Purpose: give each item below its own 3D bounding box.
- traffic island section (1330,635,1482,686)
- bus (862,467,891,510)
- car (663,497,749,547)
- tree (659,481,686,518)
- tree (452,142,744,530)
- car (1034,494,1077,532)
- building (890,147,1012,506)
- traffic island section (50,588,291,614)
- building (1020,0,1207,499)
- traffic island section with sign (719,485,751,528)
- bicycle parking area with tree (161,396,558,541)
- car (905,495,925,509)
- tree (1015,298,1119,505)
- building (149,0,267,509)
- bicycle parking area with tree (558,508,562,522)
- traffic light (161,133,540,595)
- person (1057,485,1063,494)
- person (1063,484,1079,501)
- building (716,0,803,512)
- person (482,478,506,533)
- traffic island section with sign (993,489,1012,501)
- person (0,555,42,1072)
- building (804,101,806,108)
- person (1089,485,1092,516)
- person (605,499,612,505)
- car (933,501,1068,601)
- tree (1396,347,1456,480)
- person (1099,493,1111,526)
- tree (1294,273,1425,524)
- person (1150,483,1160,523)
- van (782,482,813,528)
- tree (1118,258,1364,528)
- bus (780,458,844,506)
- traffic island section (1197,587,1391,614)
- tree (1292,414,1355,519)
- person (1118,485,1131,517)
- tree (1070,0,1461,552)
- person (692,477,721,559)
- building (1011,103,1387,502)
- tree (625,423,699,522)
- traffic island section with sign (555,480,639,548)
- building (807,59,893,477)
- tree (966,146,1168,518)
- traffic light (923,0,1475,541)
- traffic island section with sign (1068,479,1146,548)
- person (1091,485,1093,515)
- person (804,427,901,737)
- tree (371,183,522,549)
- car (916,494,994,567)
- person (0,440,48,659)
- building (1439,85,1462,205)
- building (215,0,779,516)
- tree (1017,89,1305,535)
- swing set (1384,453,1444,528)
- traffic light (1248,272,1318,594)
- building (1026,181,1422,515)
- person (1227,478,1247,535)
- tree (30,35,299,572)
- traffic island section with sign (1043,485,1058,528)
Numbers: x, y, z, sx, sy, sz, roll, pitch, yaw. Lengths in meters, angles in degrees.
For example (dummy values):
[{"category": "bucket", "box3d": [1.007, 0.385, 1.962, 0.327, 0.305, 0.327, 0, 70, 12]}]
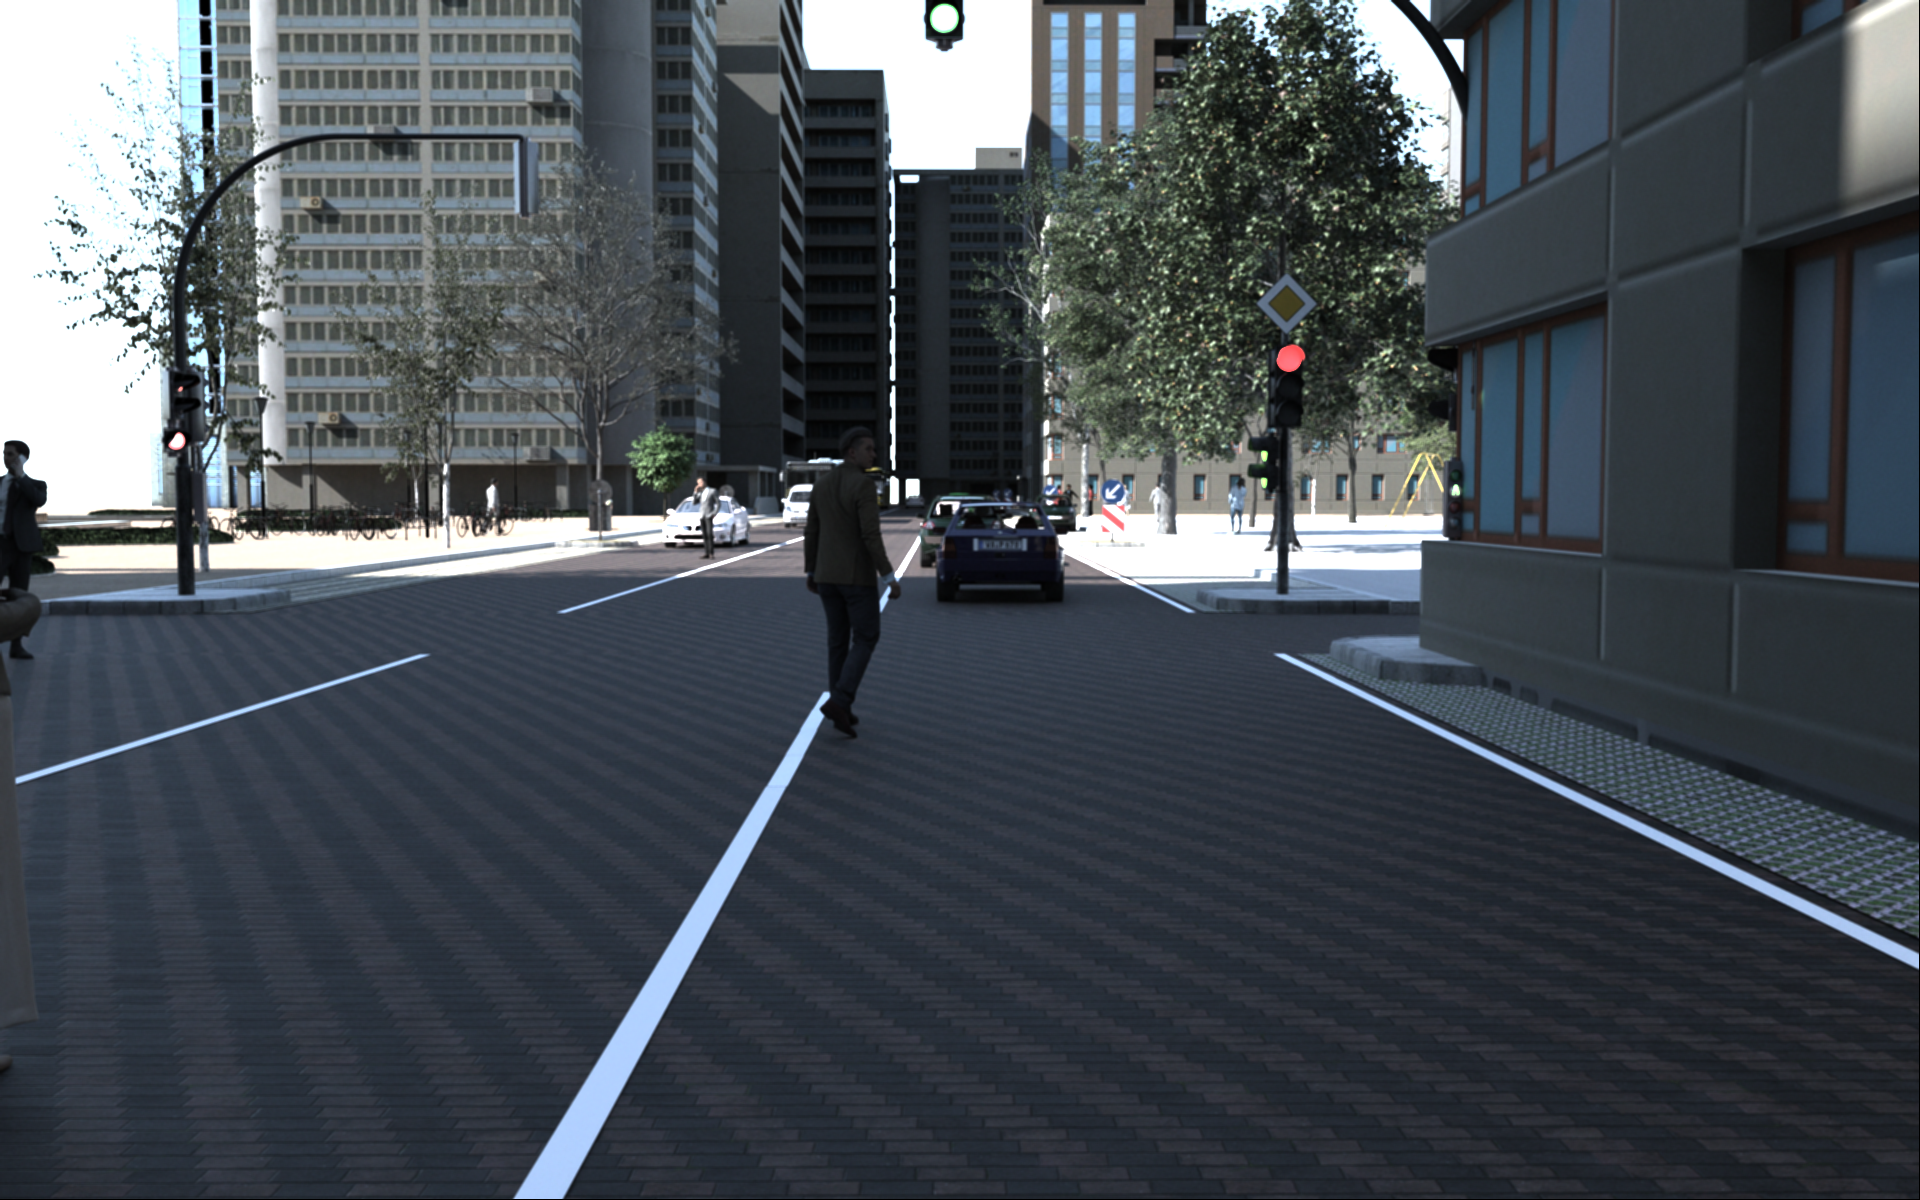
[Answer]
[{"category": "traffic island section", "box3d": [4.226, 0.493, 14.222, 2.009, 0.180, 2.903, 0, 4, 0]}, {"category": "bus", "box3d": [-8.108, -10.483, 162.946, 2.896, 3.916, 12.252, 0, 4, 1]}, {"category": "car", "box3d": [-6.969, -2.178, 47.970, 2.083, 1.381, 4.827, 0, 4, 1]}, {"category": "tree", "box3d": [-15.775, -6.034, 93.260, 1.663, 3.219, 1.824, 0, 3, 0]}, {"category": "tree", "box3d": [-12.965, -9.250, 61.611, 12.009, 13.543, 11.850, 0, 3, 0]}, {"category": "car", "box3d": [3.548, -3.480, 66.678, 2.009, 1.686, 4.222, 0, 4, 0]}, {"category": "building", "box3d": [4.293, -30.860, 196.436, 23.993, 40.220, 32.217, 0, 4, 0]}, {"category": "traffic island section", "box3d": [-9.883, 0.012, 22.091, 2.009, 0.180, 2.903, 0, 4, 0]}, {"category": "building", "box3d": [12.375, -30.078, 141.878, 14.600, 45.320, 14.200, 0, 4, 0]}, {"category": "traffic island section with sign", "box3d": [-10.009, -4.018, 74.324, 1.989, 1.847, 2.006, 0, 4, 0]}, {"category": "bicycle parking area with tree", "box3d": [-18.094, -3.924, 51.156, 8.231, 4.147, 9.016, 1, 4, 22]}, {"category": "car", "box3d": [-4.407, -9.620, 169.648, 2.083, 1.381, 4.827, 0, 4, -1]}, {"category": "tree", "box3d": [6.682, -8.849, 79.101, 8.767, 10.594, 7.601, 0, 4, 4]}, {"category": "building", "box3d": [-68.819, -53.593, 188.917, 31.000, 86.520, 22.319, 0, 4, 0]}, {"category": "bicycle parking area with tree", "box3d": [-23.058, -5.716, 80.453, 8.231, 4.147, 9.016, -2, 4, -25]}, {"category": "traffic light", "box3d": [-7.752, -2.896, 22.010, 4.771, 5.953, 1.251, 0, 4, 0]}, {"category": "person", "box3d": [5.918, -5.932, 102.964, 0.705, 1.831, 1.348, -2, 4, -34]}, {"category": "person", "box3d": [6.599, -6.083, 105.127, 1.348, 1.869, 0.705, 1, 4, 14]}, {"category": "building", "box3d": [-23.409, -31.104, 132.251, 21.300, 48.544, 21.600, 0, 4, 0]}, {"category": "person", "box3d": [-15.312, -3.084, 56.742, 0.678, 1.792, 0.850, 3, 5, 45]}, {"category": "traffic island section with sign", "box3d": [3.298, -7.063, 124.115, 1.989, 1.847, 2.006, 0, 4, 0]}, {"category": "person", "box3d": [-2.451, 0.296, 4.212, 0.519, 1.759, 0.362, 1, 4, 22]}, {"category": "building", "box3d": [-27.706, -31.010, 161.644, 28.867, 44.769, 22.147, 0, 4, 0]}, {"category": "person", "box3d": [7.421, -5.742, 99.862, 0.705, 1.831, 1.348, -1, 4, -9]}, {"category": "person", "box3d": [-15.953, -4.176, 78.576, 0.306, 1.304, 0.590, -2, 4, -33]}, {"category": "car", "box3d": [0.569, -0.729, 24.501, 1.945, 1.354, 3.894, 0, 4, 1]}, {"category": "tree", "box3d": [26.379, -10.584, 91.169, 7.486, 12.596, 7.792, 0, 3, 0]}, {"category": "person", "box3d": [5.941, -3.912, 69.817, 0.655, 1.846, 0.447, 0, 4, 5]}, {"category": "tree", "box3d": [17.136, -9.176, 75.781, 9.928, 11.665, 9.643, 0, 3, 0]}, {"category": "person", "box3d": [8.934, -4.393, 78.147, 0.678, 1.792, 0.850, 0, 4, -2]}, {"category": "van", "box3d": [-6.626, -4.146, 74.801, 2.013, 2.044, 4.112, 0, 4, 0]}, {"category": "tree", "box3d": [11.097, -7.999, 65.199, 8.767, 10.594, 7.601, 0, 4, -5]}, {"category": "bus", "box3d": [-7.159, -5.747, 88.821, 2.948, 3.499, 13.247, 0, 3, 0]}, {"category": "traffic island section", "box3d": [4.158, 0.005, 22.206, 2.009, 0.180, 2.903, 0, 4, 0]}, {"category": "tree", "box3d": [18.581, -8.563, 90.373, 4.360, 8.622, 3.978, 0, 3, 0]}, {"category": "person", "box3d": [9.044, -5.428, 95.148, 0.694, 1.780, 0.624, -1, 4, -11]}, {"category": "tree", "box3d": [7.229, -7.427, 38.433, 9.611, 12.733, 9.660, 0, 3, 0]}, {"category": "person", "box3d": [-5.626, -1.820, 38.441, 0.592, 1.802, 0.473, 3, 5, 40]}, {"category": "building", "box3d": [21.618, -28.703, 161.174, 32.217, 40.220, 23.993, 0, 4, 0]}, {"category": "tree", "box3d": [-13.704, -5.879, 79.828, 4.285, 4.588, 4.351, 0, 3, 0]}, {"category": "traffic island section with sign", "box3d": [-9.778, -2.339, 46.871, 1.989, 1.847, 2.006, 0, 4, 0]}, {"category": "building", "box3d": [-18.454, -34.657, 190.347, 21.600, 48.544, 21.300, 0, 4, 0]}, {"category": "tree", "box3d": [6.374, -14.566, 94.050, 12.611, 20.169, 13.585, 0, 3, 0]}, {"category": "traffic light", "box3d": [2.095, -2.402, 13.948, 4.771, 5.953, 1.251, 0, 4, 0]}, {"category": "traffic island section with sign", "box3d": [3.951, -2.335, 46.804, 1.989, 1.847, 2.006, 0, 4, 0]}, {"category": "person", "box3d": [7.818, -5.995, 104.017, 0.705, 1.831, 1.348, 0, 4, -1]}, {"category": "person", "box3d": [-0.657, -0.123, 10.427, 0.656, 1.842, 0.836, 1, 4, 10]}, {"category": "tree", "box3d": [-12.318, -5.526, 40.719, 4.360, 8.622, 3.978, 0, 3, 0]}, {"category": "car", "box3d": [0.089, -1.555, 35.212, 2.009, 1.686, 4.222, 0, 4, 1]}, {"category": "person", "box3d": [-8.225, -0.435, 14.982, 0.648, 1.900, 0.474, -2, 4, -34]}, {"category": "building", "box3d": [54.579, -29.506, 166.022, 14.086, 41.232, 14.154, 0, 4, 0]}, {"category": "building", "box3d": [-28.289, -25.502, 108.837, 32.217, 40.220, 23.993, 0, 4, 0]}, {"category": "tree", "box3d": [6.506, -9.017, 54.088, 9.857, 13.997, 8.962, 0, 3, 0]}, {"category": "swing set", "box3d": [18.084, -4.222, 66.652, 2.862, 2.851, 3.119, 2, 4, 25]}, {"category": "traffic light", "box3d": [4.118, -2.029, 22.092, 0.839, 4.253, 0.868, 0, 4, 0]}, {"category": "building", "box3d": [19.151, -16.888, 121.152, 27.650, 21.520, 28.899, 0, 4, 0]}, {"category": "person", "box3d": [8.753, -2.961, 54.723, 0.793, 1.790, 0.793, 3, 5, 44]}, {"category": "tree", "box3d": [-12.507, -4.758, 28.148, 4.360, 8.622, 3.978, 0, 3, 0]}, {"category": "traffic island section with sign", "box3d": [3.720, -4.002, 74.059, 1.989, 1.847, 2.006, 0, 4, 0]}]
